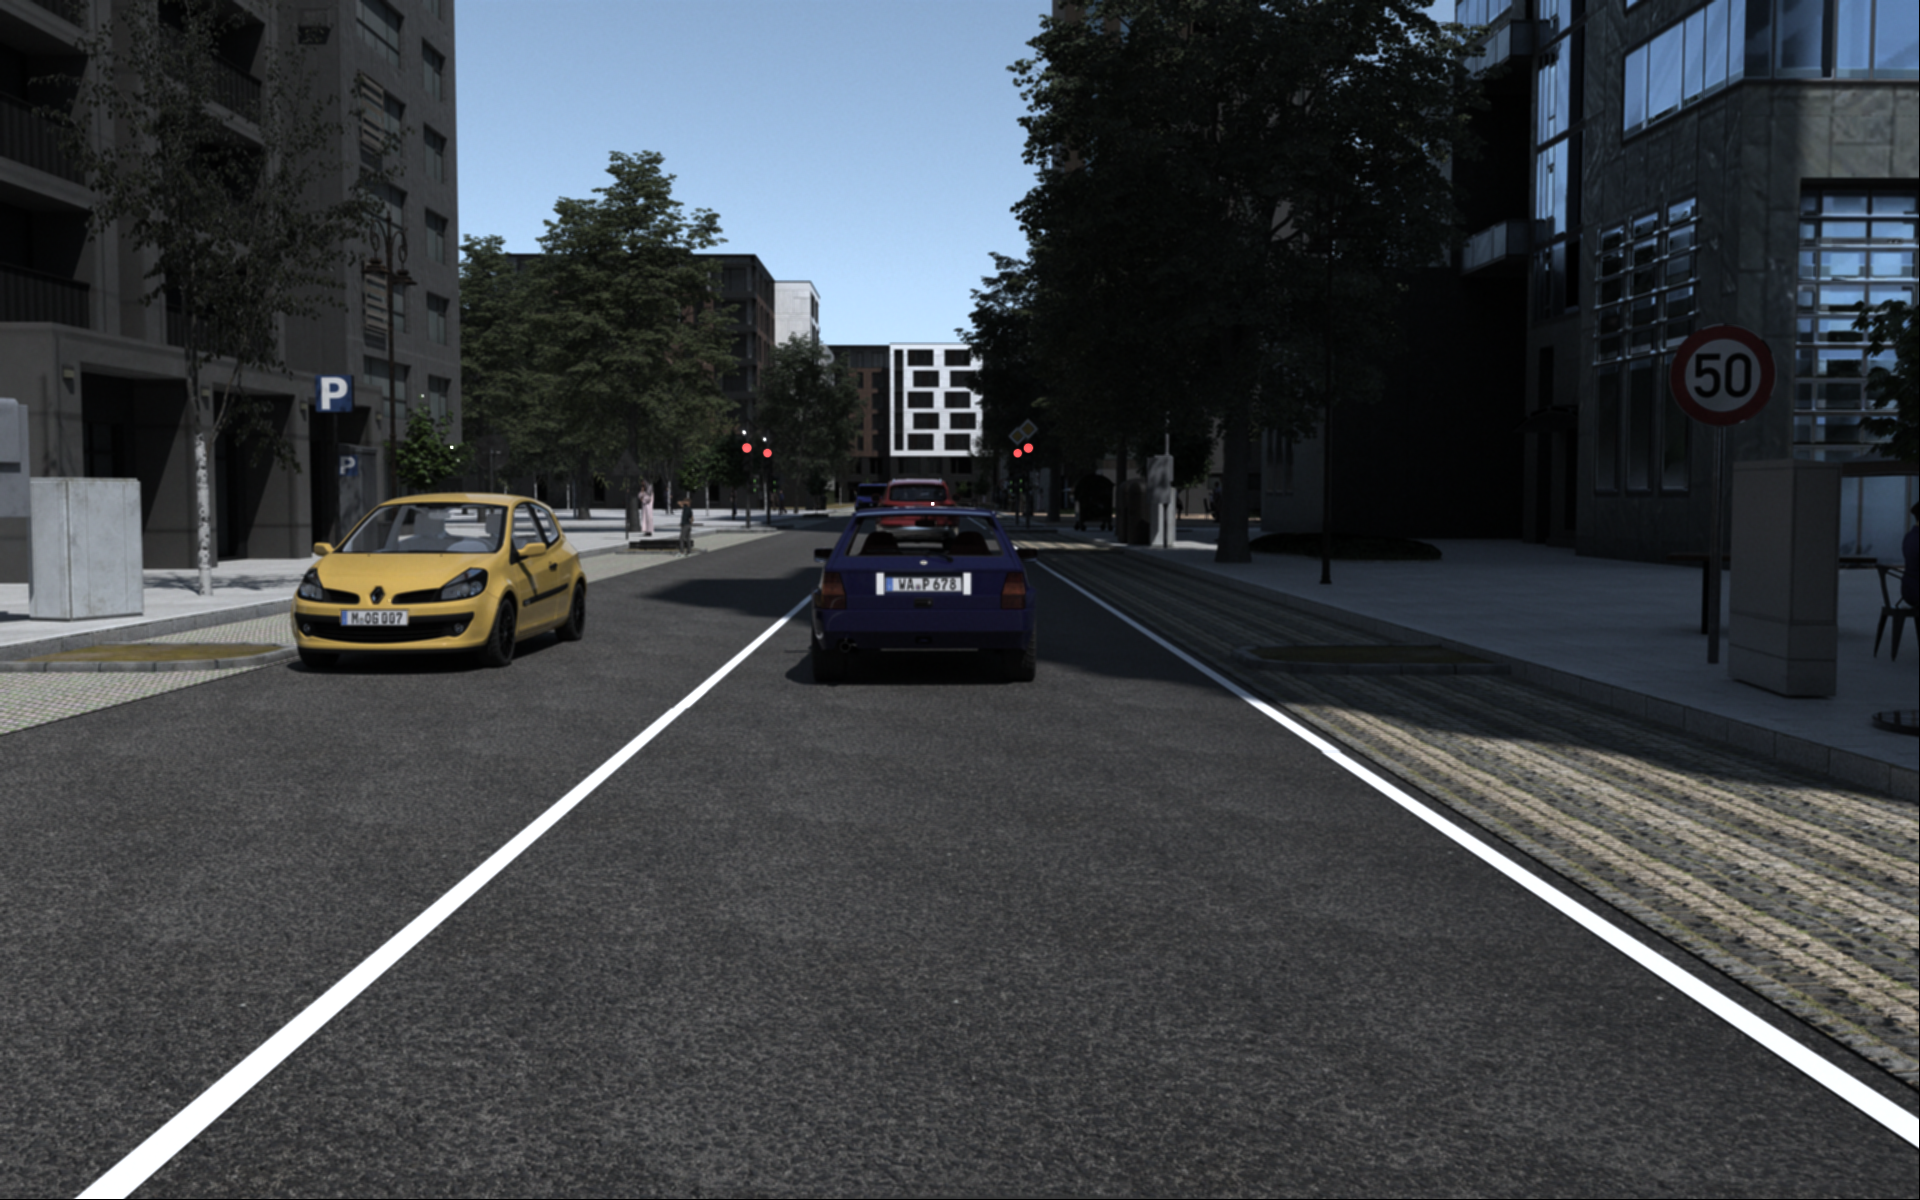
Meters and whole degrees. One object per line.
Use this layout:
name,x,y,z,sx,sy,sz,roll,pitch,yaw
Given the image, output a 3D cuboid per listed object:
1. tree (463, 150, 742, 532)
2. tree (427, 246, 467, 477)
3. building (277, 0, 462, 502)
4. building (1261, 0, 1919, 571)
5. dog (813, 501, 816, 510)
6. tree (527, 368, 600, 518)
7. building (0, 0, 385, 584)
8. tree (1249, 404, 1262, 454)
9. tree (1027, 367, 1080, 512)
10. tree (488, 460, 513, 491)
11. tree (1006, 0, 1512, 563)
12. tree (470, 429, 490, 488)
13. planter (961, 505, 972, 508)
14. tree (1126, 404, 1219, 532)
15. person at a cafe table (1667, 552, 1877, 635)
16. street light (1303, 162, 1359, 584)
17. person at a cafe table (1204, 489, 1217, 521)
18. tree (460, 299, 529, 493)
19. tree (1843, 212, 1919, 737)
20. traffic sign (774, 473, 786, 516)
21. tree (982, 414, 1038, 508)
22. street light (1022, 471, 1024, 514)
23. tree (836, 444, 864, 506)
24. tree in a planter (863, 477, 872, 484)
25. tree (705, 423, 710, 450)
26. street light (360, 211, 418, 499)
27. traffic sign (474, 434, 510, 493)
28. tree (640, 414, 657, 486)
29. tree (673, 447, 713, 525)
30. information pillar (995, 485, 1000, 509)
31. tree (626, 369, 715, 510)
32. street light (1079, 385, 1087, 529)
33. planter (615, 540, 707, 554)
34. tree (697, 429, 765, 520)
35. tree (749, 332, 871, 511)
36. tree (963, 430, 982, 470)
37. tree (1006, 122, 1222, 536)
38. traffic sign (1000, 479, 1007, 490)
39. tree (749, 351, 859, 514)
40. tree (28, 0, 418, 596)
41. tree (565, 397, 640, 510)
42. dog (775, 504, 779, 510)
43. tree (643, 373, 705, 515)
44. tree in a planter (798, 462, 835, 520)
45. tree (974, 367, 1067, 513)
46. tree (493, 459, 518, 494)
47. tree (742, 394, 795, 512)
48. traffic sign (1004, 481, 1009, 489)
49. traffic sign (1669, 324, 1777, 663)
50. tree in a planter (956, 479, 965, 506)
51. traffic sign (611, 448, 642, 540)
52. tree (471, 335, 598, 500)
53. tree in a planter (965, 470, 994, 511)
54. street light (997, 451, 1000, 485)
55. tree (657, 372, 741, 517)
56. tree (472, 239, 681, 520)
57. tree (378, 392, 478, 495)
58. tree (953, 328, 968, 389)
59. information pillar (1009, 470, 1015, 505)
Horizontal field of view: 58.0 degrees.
tree,-10.906,-8.515,57.344,7.486,12.596,7.792,0,3,0
tree,-20.960,-9.636,75.673,7.486,12.596,7.792,0,3,0
building,-23.054,-22.481,51.152,14.086,41.232,14.154,0,4,-1
building,21.804,-44.605,41.971,22.319,86.520,31.000,0,4,-1
dog,-11.942,-7.871,143.064,0.800,0.831,0.513,2,4,34
tree,-20.209,-8.648,91.753,4.360,8.622,3.978,0,3,0
building,-23.267,-36.362,32.776,20.563,71.187,20.611,0,4,-1
tree,18.897,-9.187,100.572,4.737,8.622,4.395,0,3,0
tree,5.350,-8.695,92.523,4.360,8.622,3.978,0,3,0
tree,-37.324,-11.491,138.247,4.737,8.622,4.395,0,3,0
tree,5.114,-7.687,32.340,9.857,13.997,8.962,0,3,0
tree,-37.889,-11.869,144.412,4.360,8.622,3.978,0,3,0
planter,0.781,-9.367,174.284,1.991,0.319,1.994,0,4,-1
tree,7.283,-4.654,59.803,4.285,4.588,4.351,0,3,0
person at a cafe table,7.588,-0.328,16.232,1.698,1.238,1.726,2,4,25
street light,5.228,-3.167,24.573,0.468,5.910,1.993,0,4,-1
person at a cafe table,12.512,-4.554,82.965,1.622,1.524,1.698,1,4,23
tree,-30.309,-11.973,106.131,12.009,13.543,11.850,0,3,0
tree,5.661,-0.897,9.267,1.663,3.219,1.824,0,3,0
traffic sign,-10.676,-6.254,102.365,0.768,2.556,0.104,0,4,3
tree,4.550,-11.152,132.698,4.737,8.622,4.395,0,3,0
street light,3.935,-8.239,107.492,0.468,5.910,1.993,0,4,-1
tree,-12.915,-14.656,189.990,4.360,8.622,3.978,0,3,0
tree in a planter,-9.326,-10.831,174.303,1.991,3.239,1.994,0,4,-1
tree,-19.877,-10.675,124.896,4.360,8.622,3.978,0,3,0
street light,-9.326,-3.404,28.442,0.468,5.910,1.993,0,4,-1
traffic sign,-9.900,-2.233,36.616,0.768,2.556,0.104,0,4,0
tree,-21.134,-10.234,117.688,4.737,8.622,4.395,0,3,0
tree,-10.956,-4.689,71.272,1.663,3.219,1.824,0,3,0
information pillar,3.108,-8.540,144.128,0.304,2.012,0.304,-2,4,-29
tree,-23.650,-13.144,140.654,9.928,11.665,9.643,0,3,0
street light,4.485,-5.578,63.981,0.468,5.910,1.993,0,4,-1
planter,-7.192,-1.276,42.006,1.991,0.319,1.994,0,4,-1
tree,-11.017,-6.173,84.648,4.285,4.588,4.351,0,3,0
tree,-11.746,-13.943,134.615,9.857,13.997,8.962,0,3,0
tree,2.789,-13.071,164.066,4.737,8.622,4.395,0,3,0
tree,5.144,-8.226,52.628,7.486,12.596,7.792,0,3,0
traffic sign,3.692,-8.842,144.680,0.768,2.556,0.104,1,4,8
tree,-10.384,-10.893,112.510,7.601,10.594,8.767,1,4,15
tree,-9.319,-4.361,21.672,4.360,8.622,3.978,0,3,0
tree,-21.096,-9.003,97.559,4.737,8.622,4.395,0,3,0
dog,-15.010,-7.717,143.010,0.406,0.507,0.540,1,4,20
tree,-17.787,-9.491,105.538,4.360,8.622,3.978,0,3,0
tree in a planter,-8.076,-6.125,97.365,1.991,3.239,1.994,0,4,-1
tree,4.375,-11.122,116.258,7.601,10.594,8.767,1,4,9
tree,-28.221,-10.130,115.982,4.360,8.622,3.978,0,3,0
tree,-14.018,-10.707,125.414,4.360,8.622,3.978,0,3,0
traffic sign,3.783,-8.211,136.384,0.606,2.300,0.079,0,4,2
traffic sign,5.719,-0.793,13.073,0.768,2.556,0.104,0,4,8
tree in a planter,0.344,-12.472,201.135,1.991,3.239,1.994,0,4,-1
traffic sign,-9.375,-2.979,48.703,0.884,2.594,0.081,0,4,1
tree,-30.632,-12.705,124.733,9.611,12.733,9.660,0,3,0
tree in a planter,1.571,-7.813,124.967,1.991,3.239,1.994,0,4,-1
street light,3.235,-10.662,147.117,0.468,5.910,1.993,0,4,-1
tree,-14.214,-8.983,97.240,4.737,8.622,4.395,0,3,0
tree,-18.572,-10.884,84.614,9.857,13.997,8.962,0,3,0
tree,-10.343,-2.358,33.154,1.663,3.219,1.824,0,3,0
tree,4.308,-10.594,79.870,9.857,13.997,8.962,0,3,0
information pillar,3.888,-8.452,129.543,0.504,3.616,0.183,-2,4,-30
